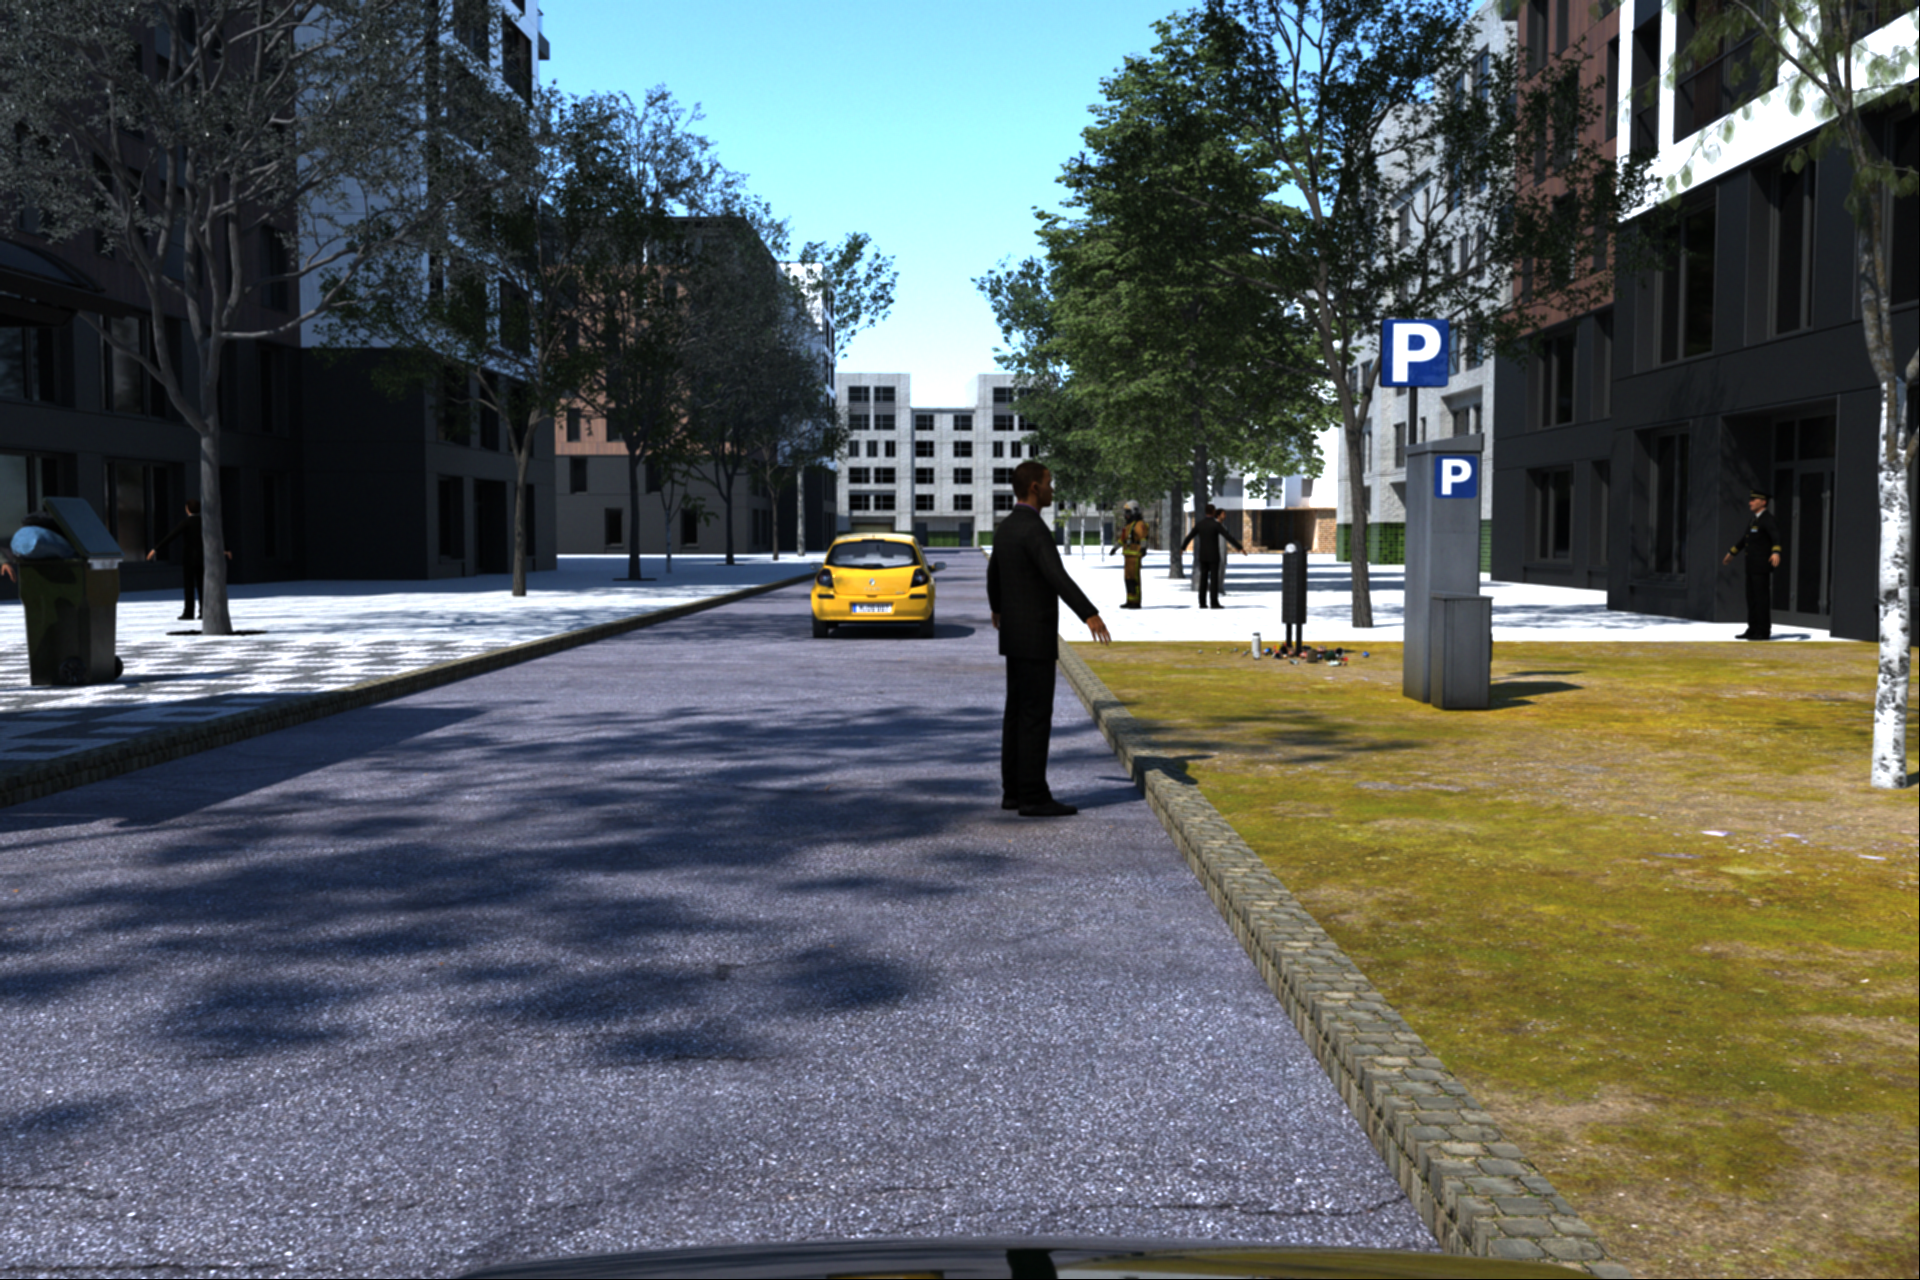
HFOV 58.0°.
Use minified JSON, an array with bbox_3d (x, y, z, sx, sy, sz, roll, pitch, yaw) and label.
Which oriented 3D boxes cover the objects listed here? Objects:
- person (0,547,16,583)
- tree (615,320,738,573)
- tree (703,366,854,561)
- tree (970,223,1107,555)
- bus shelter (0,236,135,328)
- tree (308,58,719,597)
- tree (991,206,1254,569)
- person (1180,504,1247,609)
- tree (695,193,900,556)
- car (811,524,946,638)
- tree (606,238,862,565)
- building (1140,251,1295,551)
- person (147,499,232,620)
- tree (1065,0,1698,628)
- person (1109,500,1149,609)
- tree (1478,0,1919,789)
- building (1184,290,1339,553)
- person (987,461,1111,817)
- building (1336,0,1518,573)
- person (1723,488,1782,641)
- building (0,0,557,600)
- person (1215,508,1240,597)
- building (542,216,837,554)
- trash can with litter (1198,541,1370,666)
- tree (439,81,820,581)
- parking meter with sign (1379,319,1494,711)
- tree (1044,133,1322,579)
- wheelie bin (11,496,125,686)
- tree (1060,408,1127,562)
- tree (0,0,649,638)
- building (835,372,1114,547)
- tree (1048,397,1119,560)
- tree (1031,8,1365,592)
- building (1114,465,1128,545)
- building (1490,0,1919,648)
[{"bbox_3d":[-8.184,-0.460,13.789,1.348,1.796,0.705,0,4,-5],"label":"person"},{"bbox_3d":[-9.444,-6.481,56.328,4.737,8.622,4.395,0,3,0],"label":"tree"},{"bbox_3d":[-8.760,-9.148,83.990,8.767,10.594,7.601,2,4,26],"label":"tree"},{"bbox_3d":[7.288,-15.081,102.458,12.611,20.169,13.585,0,3,0],"label":"tree"},{"bbox_3d":[-6.777,-0.939,9.269,2.014,3.302,5.546,0,4,2],"label":"bus shelter"},{"bbox_3d":[-9.061,-6.151,34.979,8.767,10.594,7.601,0,4,-6],"label":"tree"},{"bbox_3d":[6.310,-9.609,63.757,9.857,13.997,8.962,0,3,0],"label":"tree"},{"bbox_3d":[4.308,-1.440,29.762,1.346,1.802,0.704,3,5,42],"label":"person"},{"bbox_3d":[-10.589,-14.852,98.715,12.611,20.169,13.585,0,3,0],"label":"tree"},{"bbox_3d":[-1.210,-0.918,25.240,2.015,1.641,3.980,0,4,-1],"label":"car"},{"bbox_3d":[-9.627,-9.851,71.439,12.009,13.543,11.850,0,3,0],"label":"tree"},{"bbox_3d":[24.547,-18.927,140.386,19.493,23.208,18.063,0,3,0],"label":"building"},{"bbox_3d":[-11.497,-1.210,25.973,0.705,1.806,1.347,2,4,34],"label":"person"},{"bbox_3d":[5.586,-5.466,23.786,8.767,10.594,7.601,0,4,7],"label":"tree"},{"bbox_3d":[2.938,-1.463,29.693,0.705,1.858,1.354,-1,4,-19],"label":"person"},{"bbox_3d":[4.912,-3.566,8.660,4.360,8.622,3.978,0,3,0],"label":"tree"},{"bbox_3d":[22.015,-16.656,128.743,16.016,20.090,11.380,0,4,1],"label":"building"},{"bbox_3d":[0.386,-0.014,8.911,0.704,1.802,1.346,-1,4,-21],"label":"person"},{"bbox_3d":[25.776,-12.090,64.134,16.747,18.905,31.486,0,4,0],"label":"building"},{"bbox_3d":[9.638,-0.919,20.962,0.705,1.837,1.347,0,4,0],"label":"person"},{"bbox_3d":[-28.713,-12.324,45.478,27.936,21.610,32.646,0,4,1],"label":"building"},{"bbox_3d":[5.363,-1.800,35.618,0.705,1.806,1.347,2,4,35],"label":"person"},{"bbox_3d":[-24.248,-17.371,127.989,27.936,21.610,32.646,0,4,0],"label":"building"},{"bbox_3d":[3.427,-0.417,17.873,1.678,1.210,2.233,0,4,-1],"label":"trash can with litter"},{"bbox_3d":[-8.940,-8.381,47.407,12.009,13.543,11.850,0,3,0],"label":"tree"},{"bbox_3d":[3.692,-1.044,13.322,0.543,3.016,1.738,0,4,0],"label":"parking meter with sign"},{"bbox_3d":[6.263,-7.991,48.774,7.486,12.596,7.792,0,3,0],"label":"tree"},{"bbox_3d":[-7.640,-0.422,14.813,0.693,1.594,0.980,0,4,1],"label":"wheelie bin"},{"bbox_3d":[6.608,-7.839,78.533,4.360,8.622,3.978,0,3,0],"label":"tree"},{"bbox_3d":[-9.531,-6.799,21.526,12.009,13.543,11.850,0,3,0],"label":"tree"},{"bbox_3d":[1.267,-20.088,197.354,31.486,18.905,16.747,0,4,-5],"label":"building"},{"bbox_3d":[6.077,-8.254,85.318,4.737,8.622,4.395,0,3,0],"label":"tree"},{"bbox_3d":[4.993,-7.365,38.546,7.486,12.596,7.792,0,3,0],"label":"tree"},{"bbox_3d":[25.329,-20.832,171.531,19.493,23.208,18.063,0,4,0],"label":"building"},{"bbox_3d":[24.869,-11.416,30.622,27.936,21.610,32.646,0,4,1],"label":"building"}]
